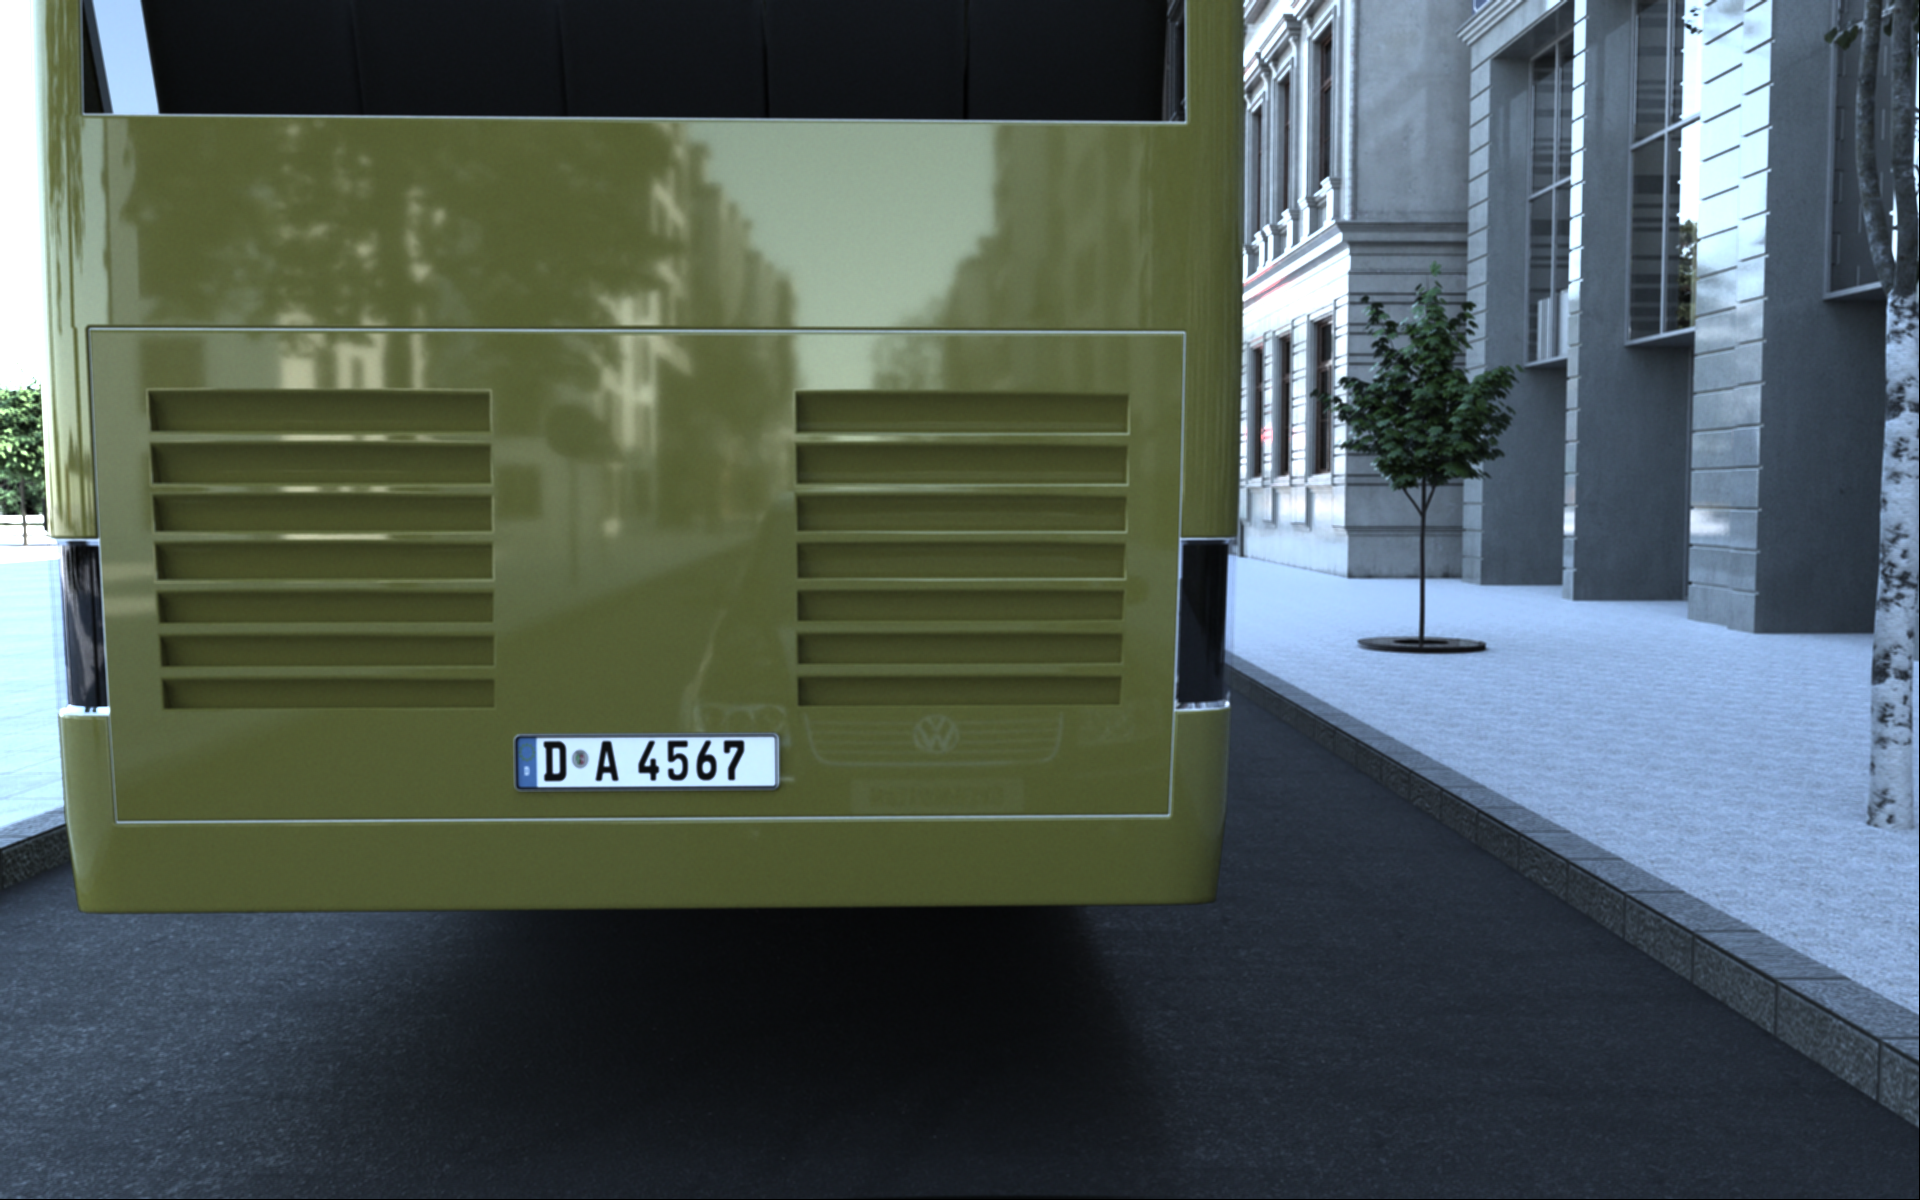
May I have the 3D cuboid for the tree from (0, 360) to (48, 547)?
[{"bbox_3d":[-23.002,-3.604,42.643,4.285,4.588,4.351,0,3,0],"label":"tree"}]

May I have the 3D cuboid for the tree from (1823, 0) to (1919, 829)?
[{"bbox_3d":[3.806,-3.423,6.324,4.360,8.622,3.978,0,3,0],"label":"tree"}]

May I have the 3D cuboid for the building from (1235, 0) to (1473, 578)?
[{"bbox_3d":[10.676,-12.189,35.441,11.583,22.565,21.152,0,4,-1],"label":"building"}]

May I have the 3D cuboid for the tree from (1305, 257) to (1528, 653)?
[{"bbox_3d":[3.878,-1.200,14.219,1.663,3.219,1.824,0,3,0],"label":"tree"}]

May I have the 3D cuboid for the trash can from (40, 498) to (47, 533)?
[{"bbox_3d":[-29.890,-2.780,57.104,0.748,1.137,0.748,0,3,0],"label":"trash can"}]

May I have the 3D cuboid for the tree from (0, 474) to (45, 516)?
[{"bbox_3d":[-57.246,-13.365,120.342,18.604,14.587,13.155,0,4,-3],"label":"tree"}]

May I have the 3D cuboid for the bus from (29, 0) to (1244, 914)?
[{"bbox_3d":[-0.865,-1.107,9.650,2.896,3.916,12.252,0,4,-2],"label":"bus"}]

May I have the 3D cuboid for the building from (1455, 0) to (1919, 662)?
[{"bbox_3d":[12.932,-14.201,9.679,11.434,29.767,29.804,0,4,-1],"label":"building"}]
